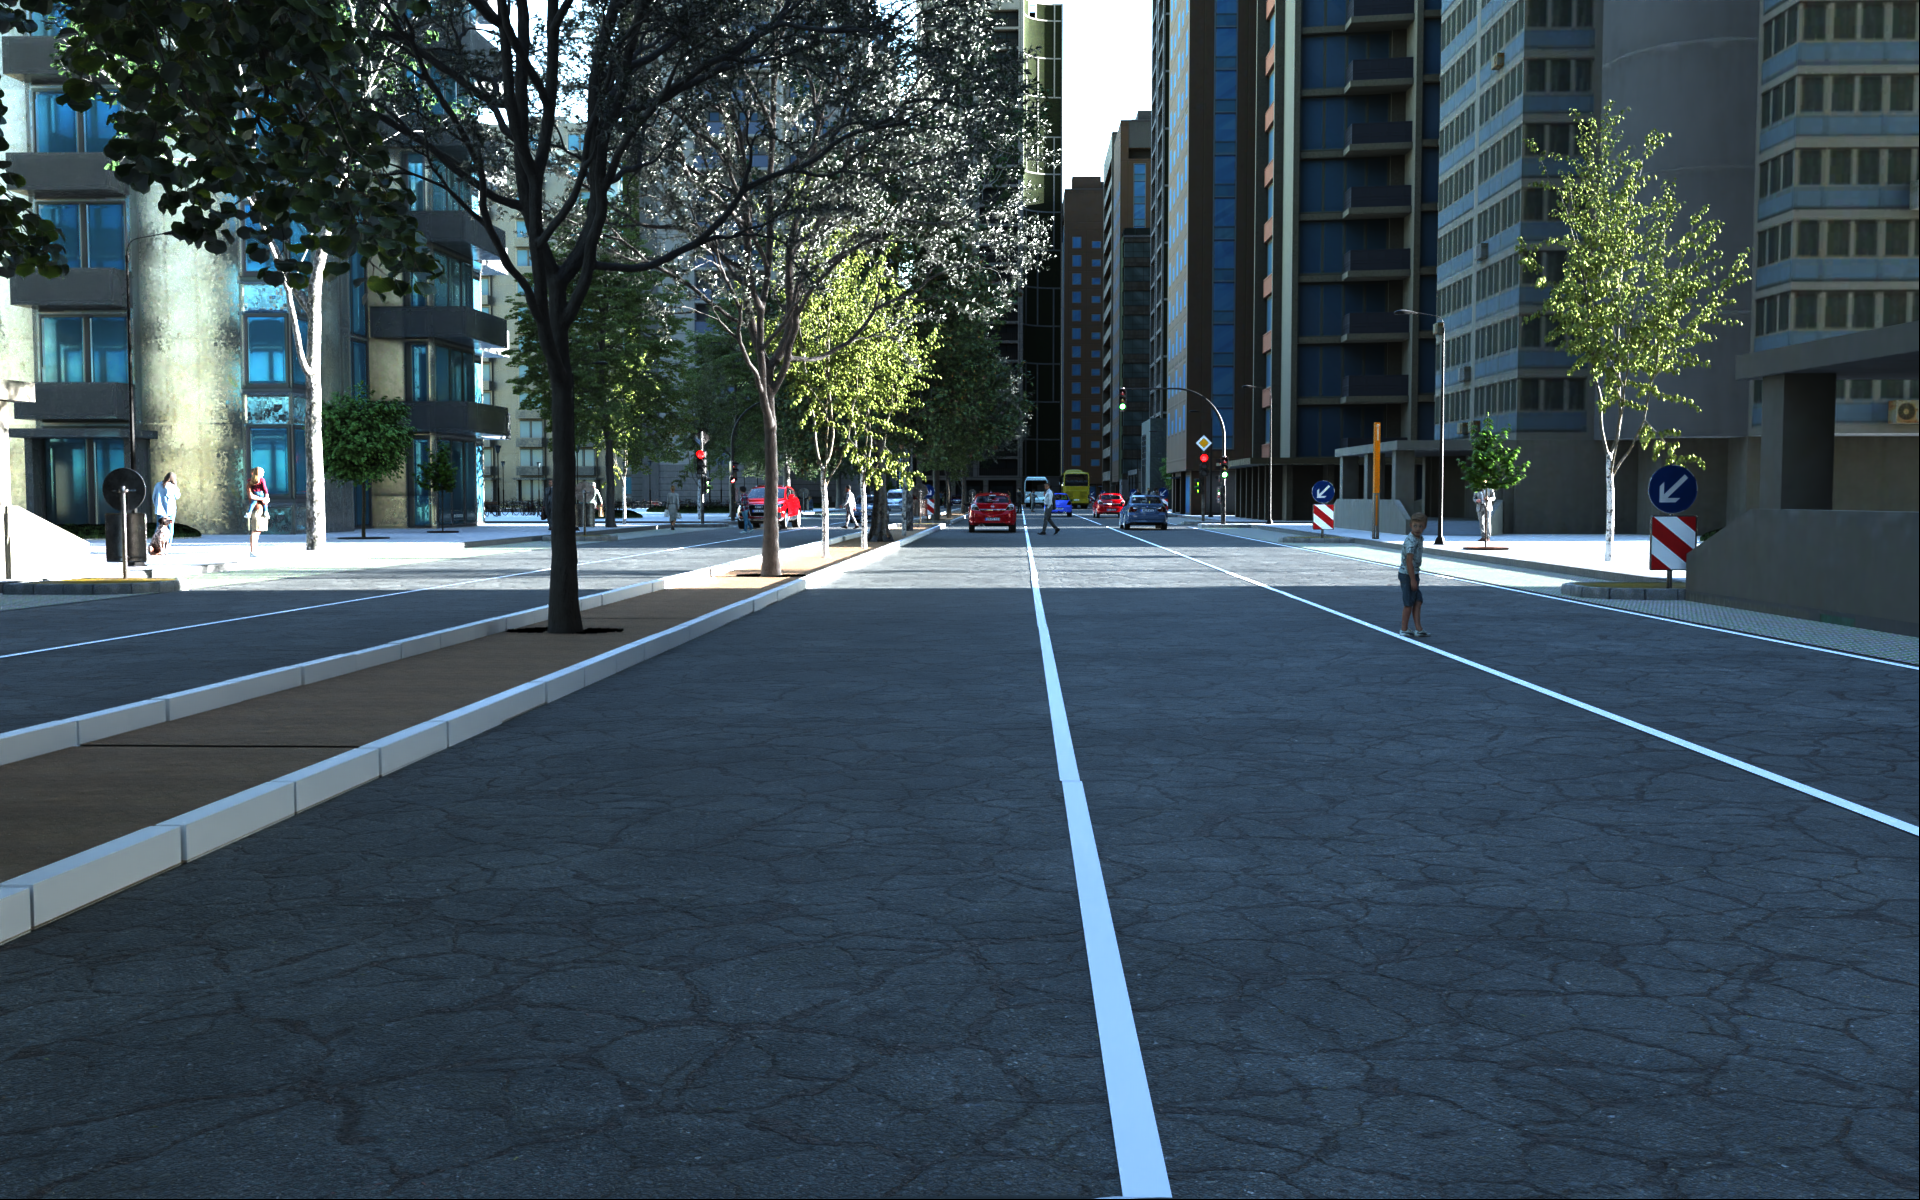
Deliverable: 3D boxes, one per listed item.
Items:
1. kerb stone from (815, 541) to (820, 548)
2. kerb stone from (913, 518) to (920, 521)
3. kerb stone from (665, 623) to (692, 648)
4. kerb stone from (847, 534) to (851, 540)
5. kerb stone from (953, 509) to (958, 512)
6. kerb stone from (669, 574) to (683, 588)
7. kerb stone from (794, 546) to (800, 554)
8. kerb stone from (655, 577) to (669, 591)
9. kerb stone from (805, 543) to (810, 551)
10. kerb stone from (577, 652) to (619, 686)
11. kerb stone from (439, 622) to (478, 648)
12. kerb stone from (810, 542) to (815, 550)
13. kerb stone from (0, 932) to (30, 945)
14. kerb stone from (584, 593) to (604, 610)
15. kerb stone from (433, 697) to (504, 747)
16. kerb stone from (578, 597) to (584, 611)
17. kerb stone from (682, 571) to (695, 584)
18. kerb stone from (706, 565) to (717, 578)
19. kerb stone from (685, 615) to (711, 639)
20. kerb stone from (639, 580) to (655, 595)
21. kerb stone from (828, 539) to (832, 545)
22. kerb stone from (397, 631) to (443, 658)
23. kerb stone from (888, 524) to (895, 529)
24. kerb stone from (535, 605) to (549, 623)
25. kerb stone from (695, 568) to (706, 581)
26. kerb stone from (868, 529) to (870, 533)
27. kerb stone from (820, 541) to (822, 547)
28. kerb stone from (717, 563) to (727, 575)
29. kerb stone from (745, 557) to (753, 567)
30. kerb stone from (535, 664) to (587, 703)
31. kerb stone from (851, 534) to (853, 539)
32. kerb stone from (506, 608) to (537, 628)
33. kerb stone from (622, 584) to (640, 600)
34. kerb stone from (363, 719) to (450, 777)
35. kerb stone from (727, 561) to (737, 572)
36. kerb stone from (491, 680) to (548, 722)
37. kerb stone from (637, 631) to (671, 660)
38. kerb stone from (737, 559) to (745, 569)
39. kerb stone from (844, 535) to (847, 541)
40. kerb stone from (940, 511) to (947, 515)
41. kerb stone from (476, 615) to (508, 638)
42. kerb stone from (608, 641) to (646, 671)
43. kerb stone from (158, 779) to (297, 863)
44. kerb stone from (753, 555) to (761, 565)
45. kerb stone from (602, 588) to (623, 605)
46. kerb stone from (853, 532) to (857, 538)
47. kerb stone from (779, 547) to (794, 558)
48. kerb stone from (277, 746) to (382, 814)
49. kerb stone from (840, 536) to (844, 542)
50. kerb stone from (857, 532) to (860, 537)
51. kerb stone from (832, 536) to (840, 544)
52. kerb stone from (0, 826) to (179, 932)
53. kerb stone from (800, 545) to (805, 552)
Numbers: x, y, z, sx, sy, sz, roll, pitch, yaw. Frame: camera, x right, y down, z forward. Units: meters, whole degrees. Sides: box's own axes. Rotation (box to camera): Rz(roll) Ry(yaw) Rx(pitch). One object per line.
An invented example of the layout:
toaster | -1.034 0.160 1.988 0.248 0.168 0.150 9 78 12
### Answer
kerb stone | -3.843 -1.404 45.152 0.120 0.150 1.000 0 4 2
kerb stone | -2.263 -4.196 90.795 0.120 0.150 1.000 0 4 2
kerb stone | -2.724 0.357 16.440 0.120 0.150 1.000 0 4 2
kerb stone | -3.551 -1.904 53.325 0.120 0.150 1.000 0 4 2
kerb stone | -0.430 -7.451 144.058 0.120 0.150 1.000 0 4 2
kerb stone | -4.471 -0.276 26.715 0.120 0.150 1.000 0 4 2
kerb stone | -3.984 -1.150 41.053 0.120 0.150 1.000 0 4 2
kerb stone | -4.510 -0.206 25.685 0.120 0.150 1.000 0 4 2
kerb stone | -3.911 -1.279 43.104 0.120 0.150 1.000 0 4 2
kerb stone | -2.830 0.540 13.370 0.120 0.150 1.000 0 4 2
kerb stone | -4.830 0.350 16.474 0.120 0.150 1.000 0 4 2
kerb stone | -3.875 -1.338 44.131 0.120 0.150 1.000 0 4 2
kerb stone | -3.117 1.045 5.167 0.120 0.150 1.000 0 4 2
kerb stone | -4.652 0.037 21.598 0.120 0.150 1.000 0 4 2
kerb stone | -2.935 0.728 10.301 0.120 0.150 1.000 0 4 2
kerb stone | -4.689 0.099 20.577 0.120 0.150 1.000 0 4 2
kerb stone | -4.440 -0.339 27.741 0.120 0.150 1.000 0 4 2
kerb stone | -4.362 -0.464 29.783 0.120 0.150 1.000 0 4 2
kerb stone | -2.688 0.292 17.461 0.120 0.150 1.000 0 4 2
kerb stone | -4.551 -0.151 24.663 0.120 0.150 1.000 0 4 2
kerb stone | -3.738 -1.590 48.217 0.120 0.150 1.000 0 4 2
kerb stone | -4.862 0.412 15.452 0.120 0.150 1.000 0 4 2
kerb stone | -2.847 -3.157 73.815 0.120 0.150 1.000 0 4 2
kerb stone | -4.726 0.161 19.556 0.120 0.150 1.000 0 4 2
kerb stone | -4.405 -0.396 28.763 0.120 0.150 1.000 0 4 2
kerb stone | -3.306 -2.342 60.491 0.120 0.150 1.000 0 4 2
kerb stone | -3.805 -1.467 46.174 0.120 0.150 1.000 0 4 2
kerb stone | -4.333 -0.524 30.805 0.120 0.150 1.000 0 4 2
kerb stone | -4.230 -0.715 33.886 0.120 0.150 1.000 0 4 2
kerb stone | -2.864 0.602 12.348 0.120 0.150 1.000 0 4 2
kerb stone | -3.532 -1.966 54.347 0.120 0.150 1.000 0 4 2
kerb stone | -4.758 0.224 18.531 0.120 0.150 1.000 0 4 2
kerb stone | -4.579 -0.088 23.641 0.120 0.150 1.000 0 4 2
kerb stone | -2.971 0.791 9.270 0.120 0.150 1.000 0 4 2
kerb stone | -4.293 -0.590 31.834 0.120 0.150 1.000 0 4 2
kerb stone | -2.910 0.668 11.327 0.120 0.150 1.000 0 4 2
kerb stone | -2.759 0.414 15.419 0.120 0.150 1.000 0 4 2
kerb stone | -4.261 -0.652 32.856 0.120 0.150 1.000 0 4 2
kerb stone | -3.590 -1.842 52.304 0.120 0.150 1.000 0 4 2
kerb stone | -1.136 -6.197 123.565 0.120 0.150 1.000 0 4 2
kerb stone | -4.802 0.287 17.501 0.120 0.150 1.000 0 4 2
kerb stone | -2.797 0.477 14.395 0.120 0.150 1.000 0 4 2
kerb stone | -3.044 0.916 7.223 0.120 0.150 1.000 0 4 2
kerb stone | -4.187 -0.777 34.907 0.120 0.150 1.000 0 4 2
kerb stone | -4.607 -0.026 22.619 0.120 0.150 1.000 0 4 2
kerb stone | -3.491 -2.029 55.377 0.120 0.150 1.000 0 4 2
kerb stone | -4.016 -1.091 40.031 0.120 0.150 1.000 0 4 2
kerb stone | -3.012 0.855 8.249 0.120 0.150 1.000 0 4 2
kerb stone | -3.630 -1.779 51.283 0.120 0.150 1.000 0 4 2
kerb stone | -3.448 -2.088 56.398 0.120 0.150 1.000 0 4 2
kerb stone | -3.662 -1.711 50.262 0.120 0.150 1.000 0 4 2
kerb stone | -3.087 0.979 6.194 0.120 0.150 1.000 0 4 2
kerb stone | -3.949 -1.213 42.078 0.120 0.150 1.000 0 4 2
